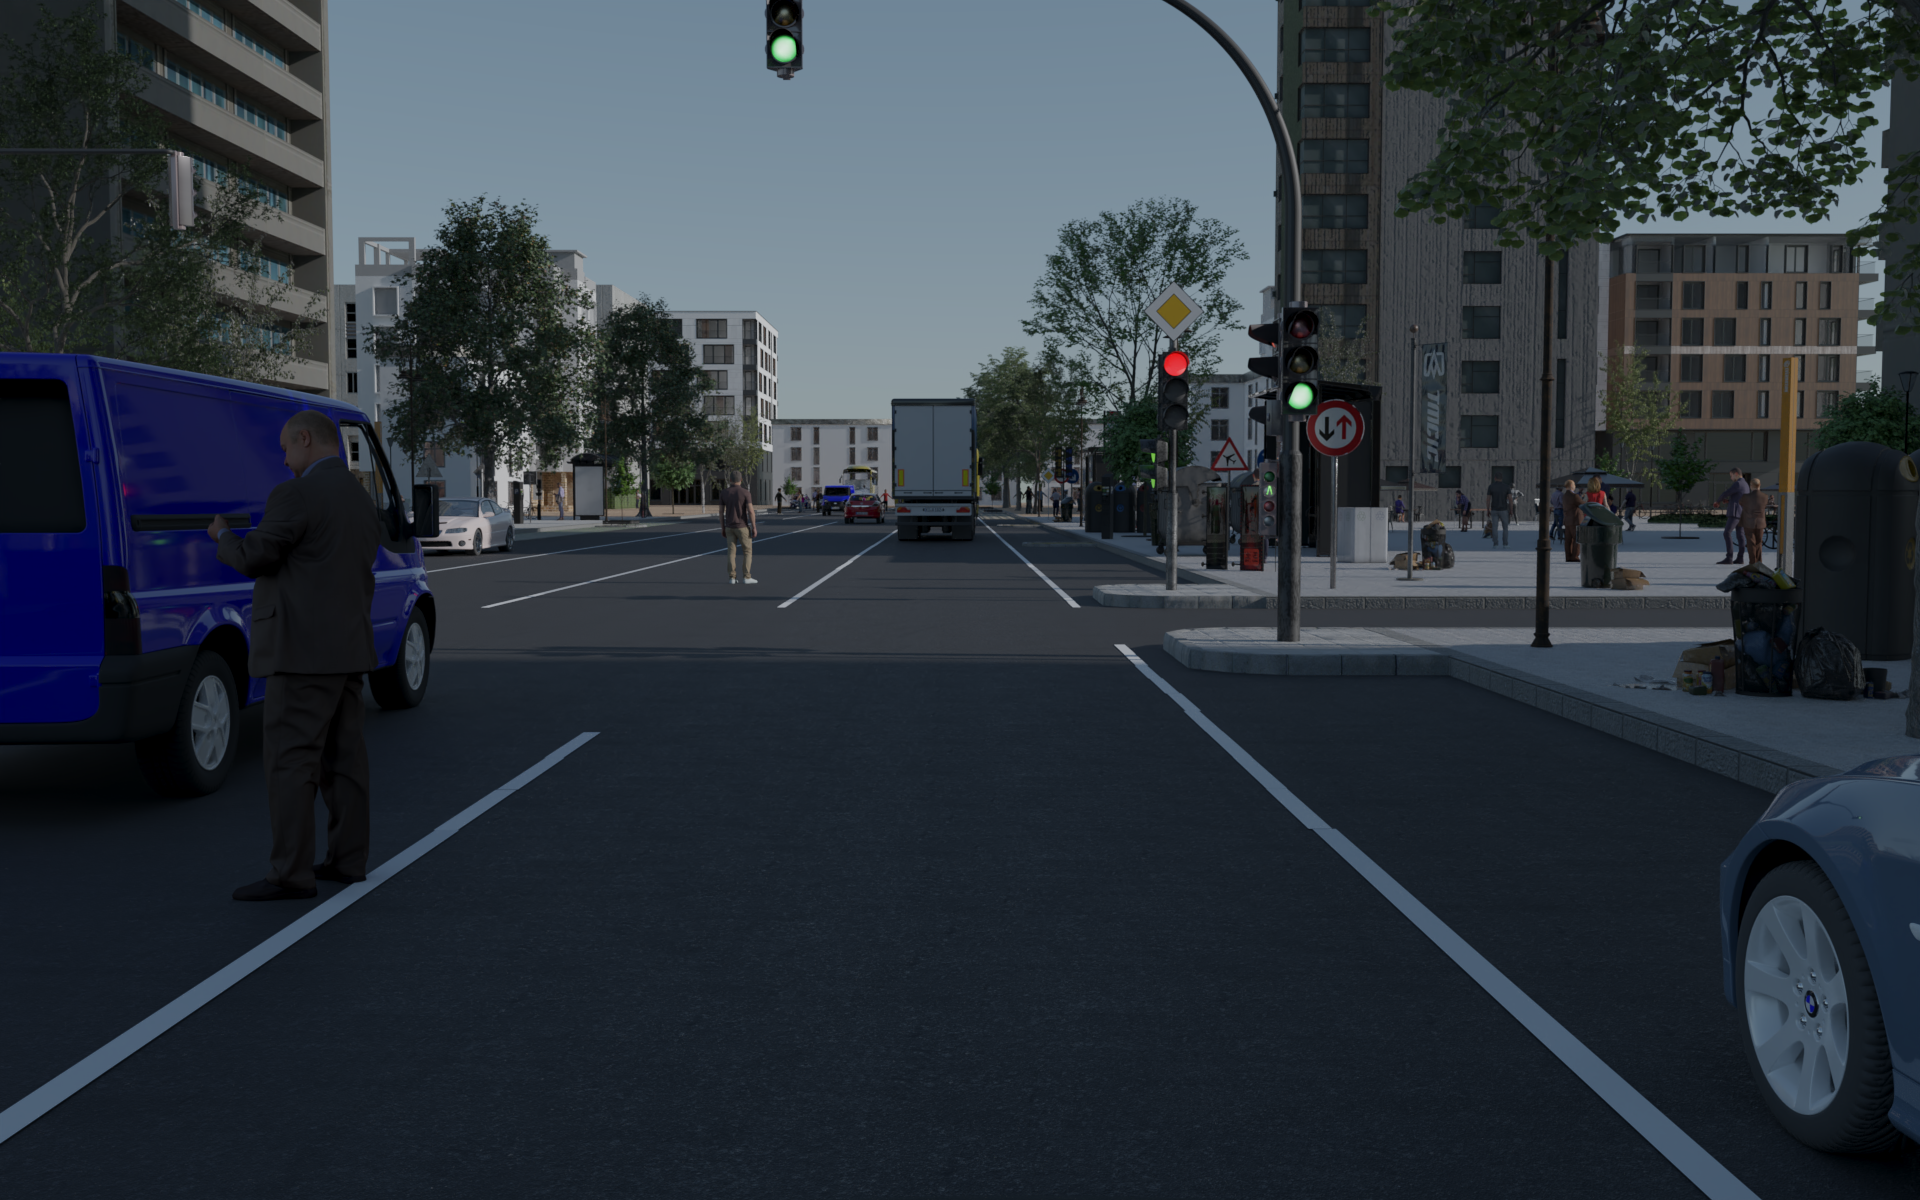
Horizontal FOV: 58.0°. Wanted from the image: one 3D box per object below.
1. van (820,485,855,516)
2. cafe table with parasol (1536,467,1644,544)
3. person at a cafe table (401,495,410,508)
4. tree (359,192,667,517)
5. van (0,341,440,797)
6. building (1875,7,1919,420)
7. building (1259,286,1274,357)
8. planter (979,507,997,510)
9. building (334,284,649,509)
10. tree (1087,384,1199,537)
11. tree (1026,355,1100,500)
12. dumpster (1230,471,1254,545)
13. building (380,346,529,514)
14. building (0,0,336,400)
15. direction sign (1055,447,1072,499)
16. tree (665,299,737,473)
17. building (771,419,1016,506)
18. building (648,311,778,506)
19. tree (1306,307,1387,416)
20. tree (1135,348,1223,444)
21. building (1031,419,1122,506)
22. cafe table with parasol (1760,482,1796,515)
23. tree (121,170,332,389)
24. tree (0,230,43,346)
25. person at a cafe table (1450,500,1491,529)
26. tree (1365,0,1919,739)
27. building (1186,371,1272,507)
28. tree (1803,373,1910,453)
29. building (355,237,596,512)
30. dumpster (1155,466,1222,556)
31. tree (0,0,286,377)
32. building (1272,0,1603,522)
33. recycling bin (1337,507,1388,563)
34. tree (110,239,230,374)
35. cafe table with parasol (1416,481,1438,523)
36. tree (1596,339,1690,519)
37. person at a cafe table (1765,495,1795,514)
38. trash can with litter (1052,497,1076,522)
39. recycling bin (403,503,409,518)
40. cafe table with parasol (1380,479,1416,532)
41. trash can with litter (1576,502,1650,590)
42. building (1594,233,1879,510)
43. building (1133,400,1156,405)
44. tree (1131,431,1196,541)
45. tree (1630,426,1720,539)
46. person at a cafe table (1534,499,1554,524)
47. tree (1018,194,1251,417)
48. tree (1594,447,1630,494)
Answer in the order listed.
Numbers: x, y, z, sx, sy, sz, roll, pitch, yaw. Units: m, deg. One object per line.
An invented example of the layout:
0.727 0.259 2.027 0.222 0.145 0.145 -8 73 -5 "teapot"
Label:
-8.096 -6.808 115.688 2.240 2.365 5.245 0 4 1 "van"
15.984 -2.395 44.029 2.610 1.966 2.610 3 5 43 "cafe table with parasol"
-26.726 -4.322 81.522 1.726 1.238 1.698 1 4 17 "person at a cafe table"
-17.928 -9.106 65.887 9.611 12.733 9.660 0 3 0 "tree"
-4.527 -0.333 9.831 2.240 2.365 5.245 0 4 -1 "van"
37.969 -25.835 46.110 21.600 48.544 21.300 0 4 0 "building"
33.556 -18.267 155.083 11.380 20.091 16.016 0 4 0 "building"
2.217 -8.007 152.059 1.991 0.319 1.994 0 4 0 "planter"
-45.060 -17.629 154.685 31.486 18.905 16.747 0 4 0 "building"
5.465 -4.169 51.873 4.285 4.588 4.351 0 3 0 "tree"
5.450 -8.673 92.163 4.737 8.622 4.395 0 3 0 "tree"
7.533 -2.331 43.865 1.264 1.857 1.865 0 4 0 "dumpster"
-32.408 -10.421 112.530 9.099 9.664 28.070 0 4 0 "building"
-39.074 -27.138 67.414 21.300 48.544 21.600 0 4 0 "building"
4.988 -5.585 83.311 0.876 3.537 0.379 2 4 24 "direction sign"
-17.927 -11.088 98.300 9.611 12.733 9.660 0 3 0 "tree"
-7.079 -15.644 197.930 28.070 9.664 9.099 0 4 0 "building"
-39.020 -22.204 207.008 32.646 21.610 27.936 0 4 0 "building"
14.690 -7.150 67.270 4.360 8.622 3.978 0 3 0 "tree"
10.711 -8.239 85.073 4.737 8.622 4.395 0 3 0 "tree"
21.986 -15.631 197.713 28.070 9.664 9.099 0 4 0 "building"
43.074 -5.247 90.659 2.610 1.966 2.610 0 4 2 "cafe table with parasol"
-16.947 -5.463 39.676 4.360 8.622 3.978 0 3 0 "tree"
-24.338 -5.731 44.072 4.737 8.622 4.395 0 3 0 "tree"
19.156 -3.303 64.859 1.698 1.238 1.726 -1 4 -19 "person at a cafe table"
4.809 -5.535 8.628 7.486 12.596 7.792 0 3 0 "tree"
20.543 -10.959 121.323 9.099 9.664 28.070 0 4 0 "building"
24.492 -3.850 46.660 4.285 4.588 4.351 0 3 0 "tree"
-36.110 -16.863 132.123 16.016 20.091 11.380 0 4 0 "building"
4.766 -1.851 36.030 1.264 1.857 1.865 0 4 0 "dumpster"
-16.885 -5.973 32.071 7.601 10.594 8.767 0 4 6 "tree"
22.712 -19.267 86.720 14.160 30.474 14.107 0 4 0 "building"
7.536 -1.217 32.446 0.722 1.027 0.722 -1 4 -11 "recycling bin"
-22.742 -6.063 49.497 4.737 8.622 4.395 0 3 0 "tree"
20.233 -4.495 78.354 2.610 1.966 2.610 1 4 18 "cafe table with parasol"
31.996 -8.060 82.137 4.737 8.622 4.395 0 3 0 "tree"
41.580 -4.723 88.078 1.698 1.238 1.726 -1 4 -12 "person at a cafe table"
4.733 -4.122 78.780 1.055 1.170 0.624 -3 5 -42 "trash can with litter"
-16.937 -2.396 51.727 0.722 1.027 0.722 3 5 43 "recycling bin"
13.625 -3.247 57.955 2.610 1.966 2.610 0 4 6 "cafe table with parasol"
8.899 -0.742 23.517 0.624 1.170 1.055 -2 4 -27 "trash can with litter"
55.595 -18.708 149.850 32.646 21.610 27.936 0 4 0 "building"
20.697 -12.672 149.341 9.099 9.664 28.070 0 4 0 "building"
5.734 -3.229 47.398 1.663 3.219 1.824 0 3 0 "tree"
20.666 -3.379 49.846 1.663 3.219 1.824 0 3 0 "tree"
25.235 -3.838 73.617 1.698 1.238 1.726 -2 4 -33 "person at a cafe table"
5.955 -8.194 59.726 9.928 11.665 9.643 0 3 0 "tree"
26.484 -4.687 71.230 1.663 3.219 1.824 0 3 0 "tree"
